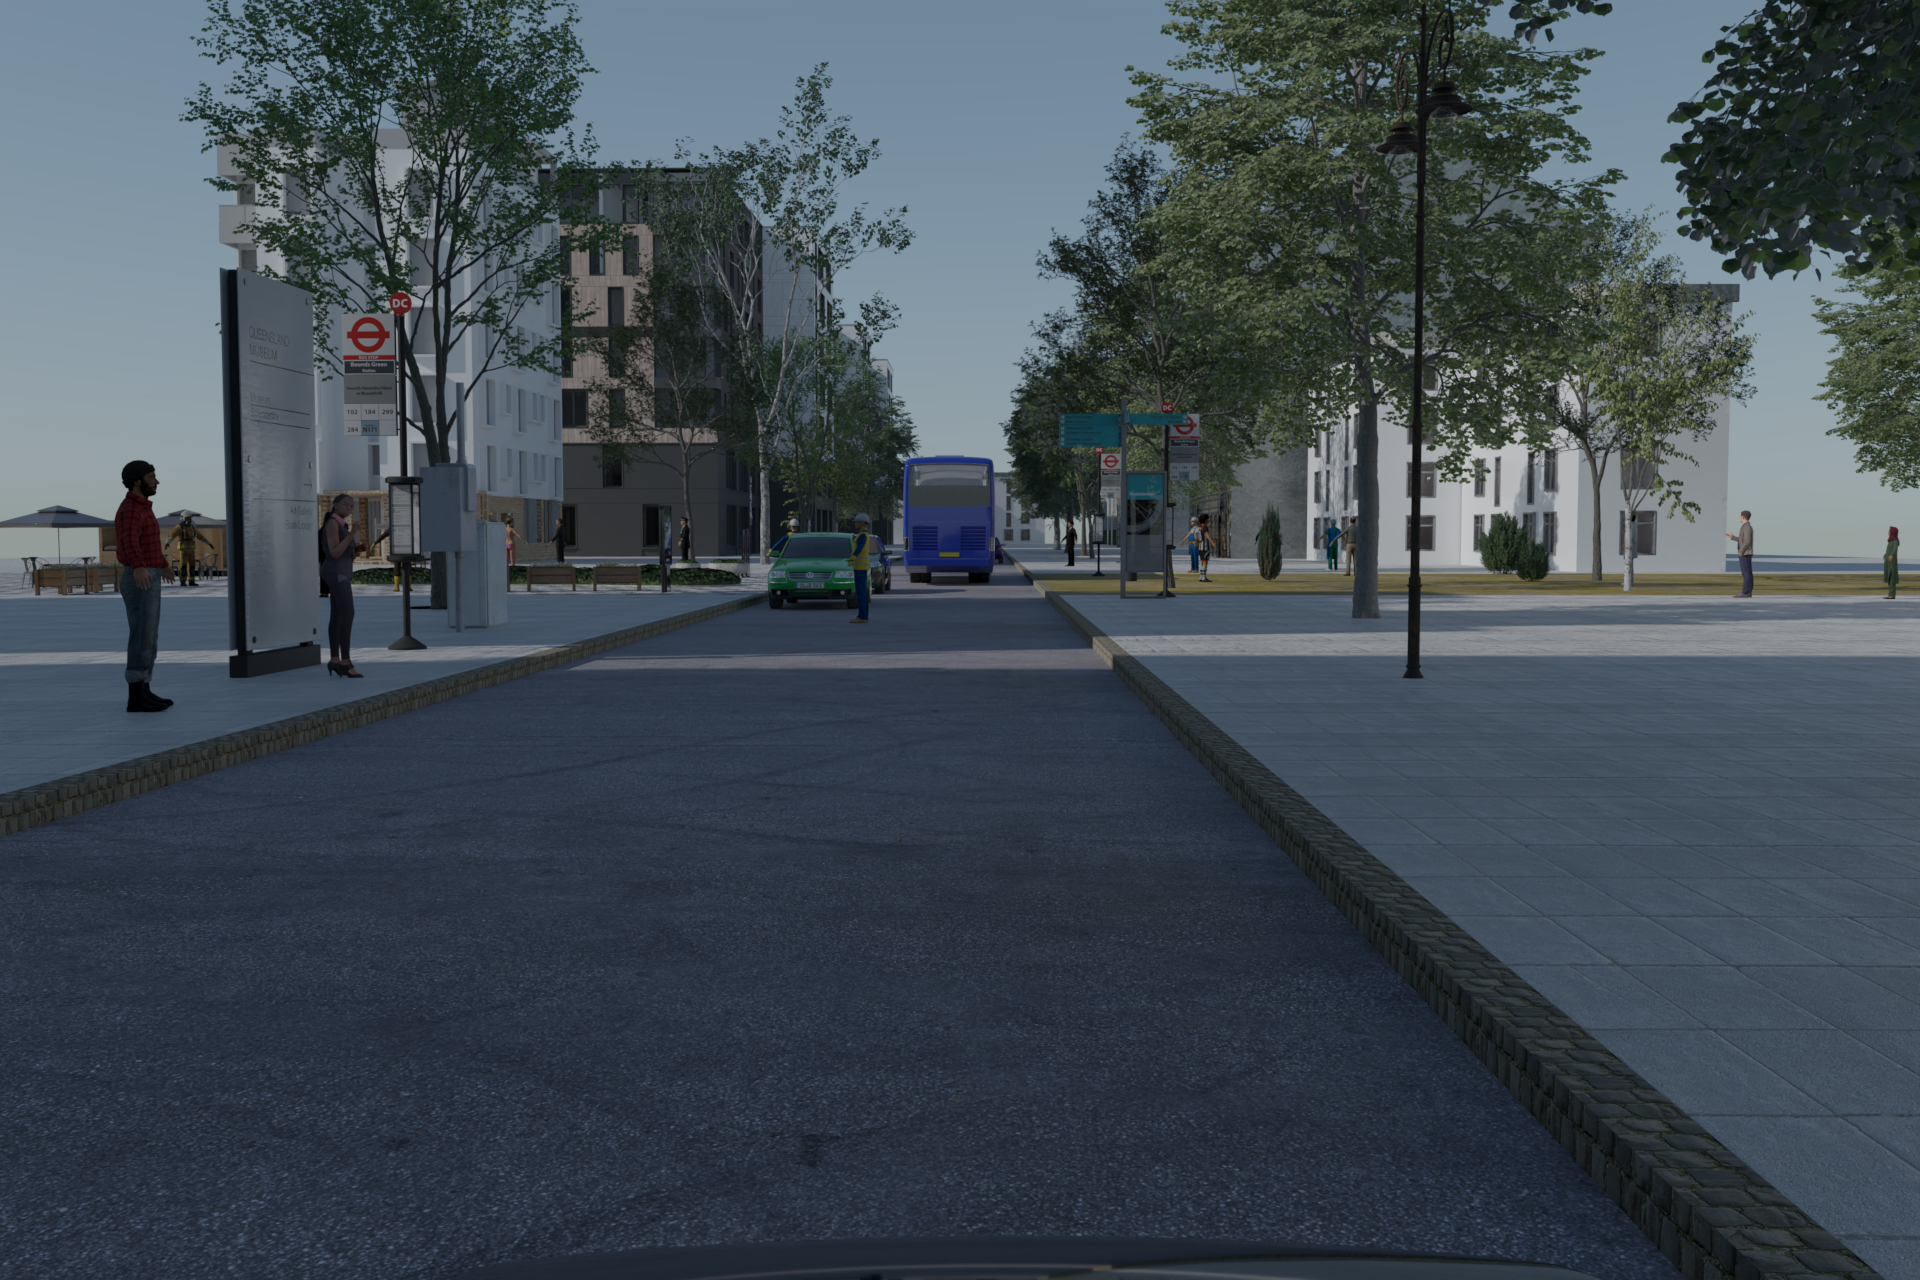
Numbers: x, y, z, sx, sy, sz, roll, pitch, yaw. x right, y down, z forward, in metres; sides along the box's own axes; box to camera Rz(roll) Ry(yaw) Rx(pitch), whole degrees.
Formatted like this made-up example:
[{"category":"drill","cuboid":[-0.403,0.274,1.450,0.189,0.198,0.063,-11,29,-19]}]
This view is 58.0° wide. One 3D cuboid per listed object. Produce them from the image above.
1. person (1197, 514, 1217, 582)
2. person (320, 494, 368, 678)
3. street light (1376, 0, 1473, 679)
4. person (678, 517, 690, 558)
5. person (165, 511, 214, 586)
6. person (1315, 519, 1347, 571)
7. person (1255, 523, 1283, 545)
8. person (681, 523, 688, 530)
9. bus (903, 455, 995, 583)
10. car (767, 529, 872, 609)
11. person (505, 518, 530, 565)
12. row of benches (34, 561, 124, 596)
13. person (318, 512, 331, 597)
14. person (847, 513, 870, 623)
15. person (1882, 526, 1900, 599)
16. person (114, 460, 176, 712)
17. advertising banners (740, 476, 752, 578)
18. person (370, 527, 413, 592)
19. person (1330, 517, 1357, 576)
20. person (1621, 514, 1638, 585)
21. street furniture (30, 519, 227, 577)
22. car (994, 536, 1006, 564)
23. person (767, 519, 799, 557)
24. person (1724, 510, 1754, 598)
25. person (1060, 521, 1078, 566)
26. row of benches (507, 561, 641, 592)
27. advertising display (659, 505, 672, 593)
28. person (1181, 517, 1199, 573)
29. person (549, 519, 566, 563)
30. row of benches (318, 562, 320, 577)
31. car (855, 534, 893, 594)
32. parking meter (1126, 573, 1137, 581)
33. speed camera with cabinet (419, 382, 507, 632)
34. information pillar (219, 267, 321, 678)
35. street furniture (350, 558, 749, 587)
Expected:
[{"category":"person","cuboid":[6.562,-2.455,46.283,0.704,1.843,1.345,-1,4,-9]},{"category":"person","cuboid":[-5.507,-0.494,15.585,0.593,1.643,0.415,2,4,32]},{"category":"street light","cuboid":[4.042,-2.598,15.268,0.468,5.910,1.993,0,4,0]},{"category":"person","cuboid":[-8.798,-3.015,55.236,0.705,1.837,1.347,0,4,-3]},{"category":"person","cuboid":[-18.962,-2.248,42.522,0.705,1.858,1.354,2,4,30]},{"category":"person","cuboid":[13.114,-3.357,61.011,1.347,1.817,0.704,-2,4,-24]},{"category":"person","cuboid":[10.022,-3.036,56.351,0.721,1.740,1.216,-3,4,-36]},{"category":"person","cuboid":[-10.185,-3.562,64.370,0.705,1.813,1.348,-1,4,-8]},{"category":"bus","cuboid":[-0.299,-3.794,53.578,2.896,3.916,12.251,0,3,0]},{"category":"car","cuboid":[-2.763,-1.582,34.661,1.959,1.807,4.718,0,4,1]},{"category":"person","cuboid":[-12.760,-2.599,49.294,1.217,1.733,0.721,1,4,22]},{"category":"row of benches","cuboid":[-19.025,-1.375,37.939,1.422,0.672,4.104,0,4,-2]},{"category":"person","cuboid":[-12.848,-1.736,35.162,0.721,1.737,1.214,2,4,32]},{"category":"person","cuboid":[-1.675,-1.164,27.953,0.721,1.772,1.216,0,4,4]},{"category":"person","cuboid":[18.296,-1.524,34.132,0.599,1.438,0.989,1,4,22]},{"category":"person","cuboid":[-5.910,-0.396,12.581,0.704,1.816,1.345,-1,4,-17]},{"category":"advertising banners","cuboid":[-6.331,-3.383,51.501,0.090,3.025,2.074,0,4,2]},{"category":"person","cuboid":[-12.421,-1.983,38.552,1.346,1.812,0.704,-1,4,-18]},{"category":"person","cuboid":[11.992,-2.858,52.997,1.348,1.796,0.705,0,4,-6]},{"category":"person","cuboid":[16.817,-2.286,43.558,0.705,1.806,1.347,1,4,22]},{"category":"street furniture","cuboid":[-23.364,-2.986,55.670,9.812,1.723,11.010,0,4,-1]},{"category":"car","cuboid":[1.280,-4.439,85.157,1.945,1.354,3.894,0,4,1]},{"category":"person","cuboid":[-3.775,-1.850,39.173,1.216,1.772,0.721,-1,4,-23]},{"category":"person","cuboid":[15.754,-1.745,35.112,0.617,1.759,0.750,-3,5,-43]},{"category":"person","cuboid":[4.377,-3.824,68.707,0.705,1.806,1.347,-2,4,-23]},{"category":"row of benches","cuboid":[-9.240,-1.428,38.815,4.104,0.672,1.422,-1,4,-12]},{"category":"advertising display","cuboid":[-6.491,-2.018,38.204,0.123,1.923,0.974,0,4,0]},{"category":"person","cuboid":[7.737,-3.146,57.298,0.705,1.847,1.347,-2,4,-24]},{"category":"person","cuboid":[-13.462,-3.178,58.192,0.704,1.802,1.346,0,4,7]},{"category":"row of benches","cuboid":[-16.909,-1.784,44.634,1.422,0.672,4.104,0,4,5]},{"category":"car","cuboid":[-2.636,-2.016,42.751,2.009,1.686,4.222,0,4,1]},{"category":"parking meter","cuboid":[4.631,-2.362,47.028,0.372,1.533,0.369,0,3,0]},{"category":"speed camera with cabinet","cuboid":[-6.694,-1.776,23.375,0.660,3.252,2.038,0,4,1]},{"category":"information pillar","cuboid":[-6.403,-1.518,16.141,0.184,3.620,1.656,0,4,2]},{"category":"street furniture","cuboid":[-10.288,-1.775,44.643,10.072,0.657,5.734,1,4,10]}]
